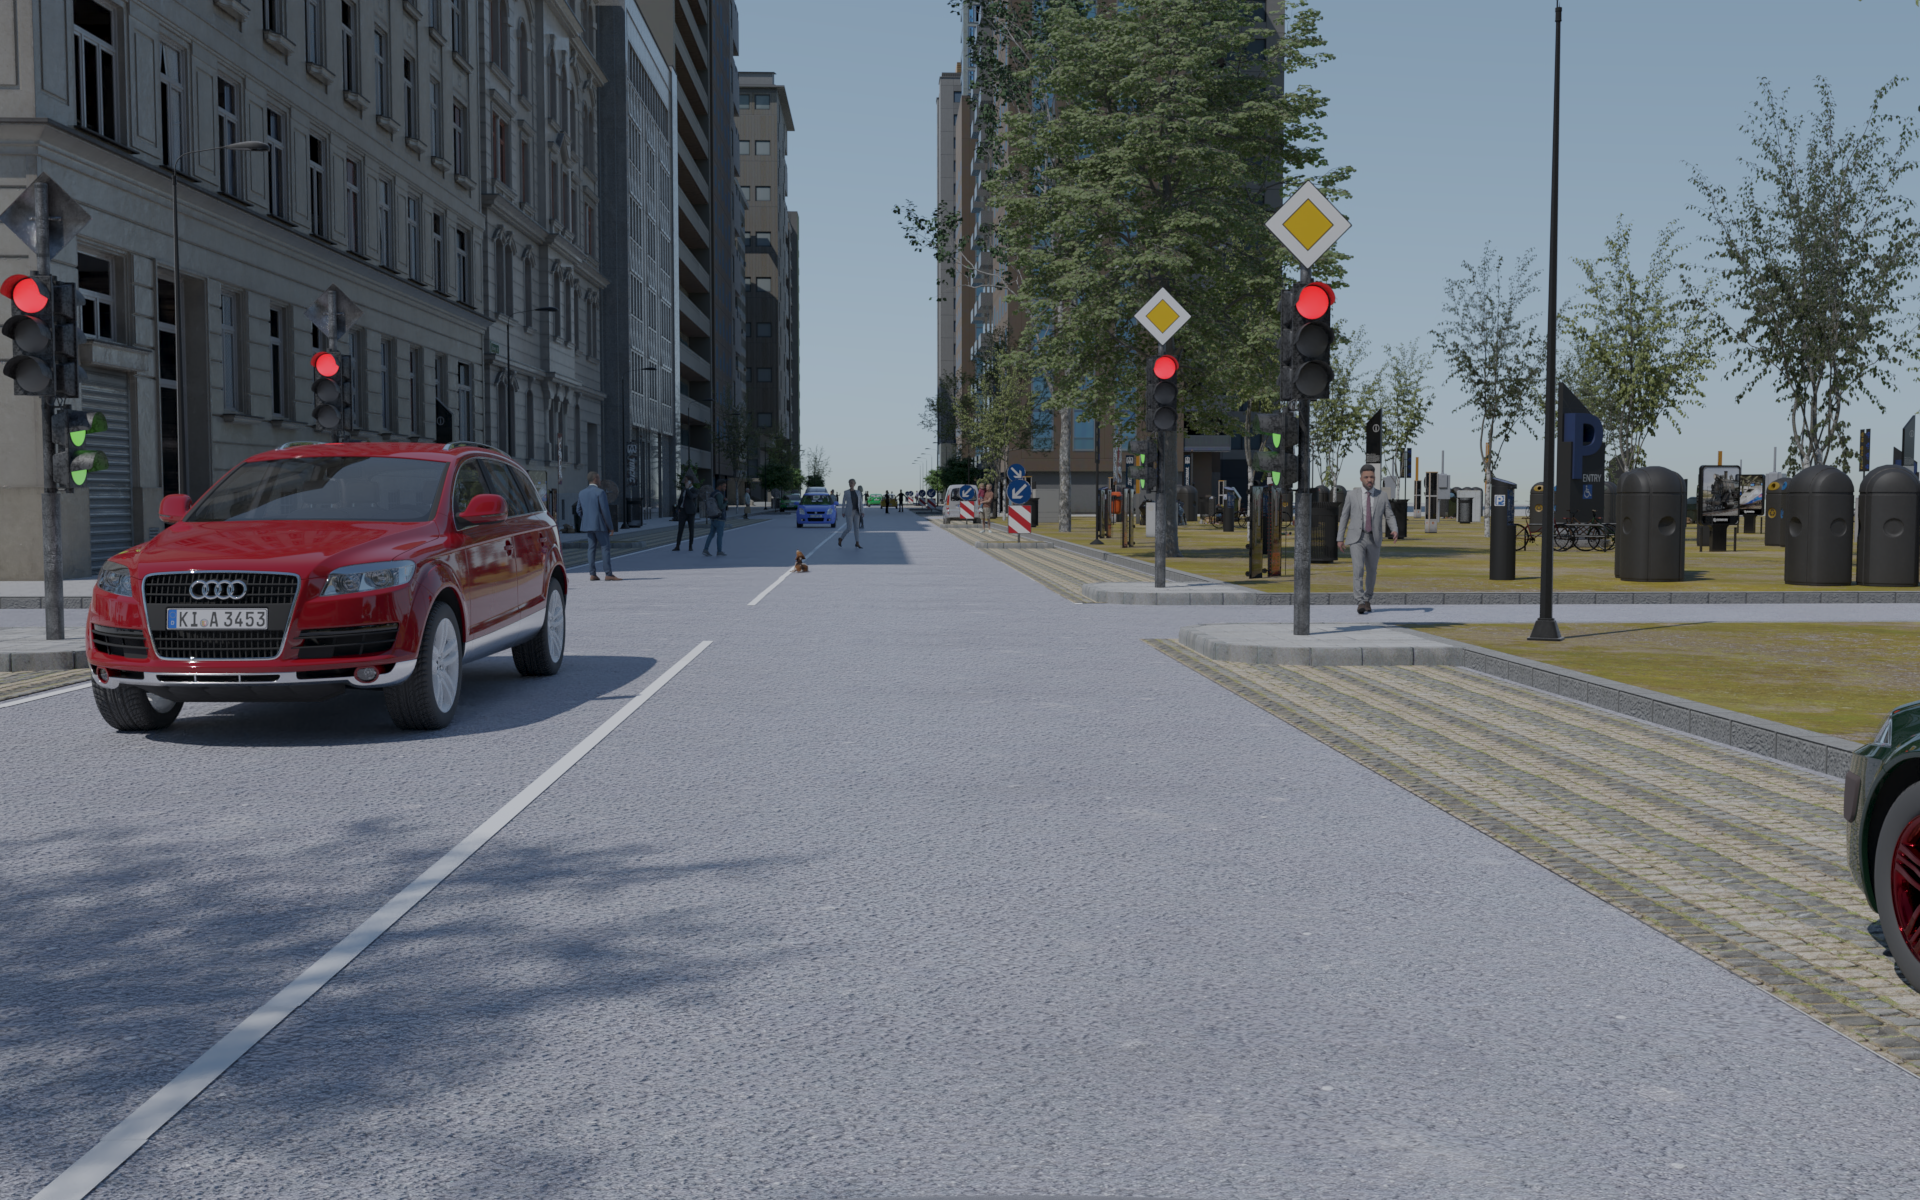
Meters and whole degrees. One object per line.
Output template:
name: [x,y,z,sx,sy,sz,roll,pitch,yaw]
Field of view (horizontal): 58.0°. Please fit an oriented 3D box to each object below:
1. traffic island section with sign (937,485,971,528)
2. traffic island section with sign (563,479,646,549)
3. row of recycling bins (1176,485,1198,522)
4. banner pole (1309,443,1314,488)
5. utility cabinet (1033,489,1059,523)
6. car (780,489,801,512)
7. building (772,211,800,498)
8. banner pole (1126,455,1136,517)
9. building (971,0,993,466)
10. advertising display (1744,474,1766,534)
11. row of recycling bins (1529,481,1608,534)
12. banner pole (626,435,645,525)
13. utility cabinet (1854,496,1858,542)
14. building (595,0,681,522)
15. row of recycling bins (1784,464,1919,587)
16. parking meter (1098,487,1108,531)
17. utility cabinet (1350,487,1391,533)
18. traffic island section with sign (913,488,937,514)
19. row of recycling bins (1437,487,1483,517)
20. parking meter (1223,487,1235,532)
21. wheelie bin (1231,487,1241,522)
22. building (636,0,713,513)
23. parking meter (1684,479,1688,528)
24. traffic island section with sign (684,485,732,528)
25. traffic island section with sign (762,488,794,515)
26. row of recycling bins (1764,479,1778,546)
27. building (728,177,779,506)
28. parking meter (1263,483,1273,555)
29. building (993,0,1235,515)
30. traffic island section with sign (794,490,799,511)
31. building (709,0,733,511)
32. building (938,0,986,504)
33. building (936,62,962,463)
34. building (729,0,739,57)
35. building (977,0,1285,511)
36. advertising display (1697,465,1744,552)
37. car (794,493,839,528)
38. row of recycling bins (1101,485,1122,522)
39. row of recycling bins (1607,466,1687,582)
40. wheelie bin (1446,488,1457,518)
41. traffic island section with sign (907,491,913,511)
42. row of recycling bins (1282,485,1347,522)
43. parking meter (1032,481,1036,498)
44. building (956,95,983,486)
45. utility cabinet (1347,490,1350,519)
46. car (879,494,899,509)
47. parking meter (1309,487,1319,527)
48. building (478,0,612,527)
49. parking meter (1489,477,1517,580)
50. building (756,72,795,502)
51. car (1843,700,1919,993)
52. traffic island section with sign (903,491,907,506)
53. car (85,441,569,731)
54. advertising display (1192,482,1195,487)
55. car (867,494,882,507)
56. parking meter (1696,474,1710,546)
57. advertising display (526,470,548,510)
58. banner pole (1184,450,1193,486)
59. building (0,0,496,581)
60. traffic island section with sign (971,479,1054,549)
traffic island section with sign: [0.149,-3.959,73.361,1.989,1.847,2.006,0,4,-3]
traffic island section with sign: [-9.427,-2.294,46.134,1.989,1.847,2.006,0,4,-3]
row of recycling bins: [10.376,-4.605,82.399,1.069,1.692,3.534,-1,4,-11]
banner pole: [16.992,-5.768,84.321,0.401,3.779,0.863,-3,4,-37]
utility cabinet: [3.786,-4.153,76.574,1.173,1.500,0.318,-2,4,-26]
car: [-13.371,-7.876,137.569,1.959,1.807,4.718,0,4,-2]
building: [-29.826,-34.219,243.082,14.154,41.232,14.086,0,4,-3]
banner pole: [9.732,-6.586,97.697,0.863,3.779,0.401,0,4,-5]
building: [12.497,-32.883,157.249,23.786,49.044,30.456,0,4,-3]
advertising display: [25.604,-3.113,56.109,0.123,1.923,0.974,-2,4,-30]
row of recycling bins: [20.135,-3.040,56.817,1.069,1.692,3.534,-2,4,-27]
banner pole: [-13.641,-5.072,72.944,0.863,3.779,0.401,-1,4,-20]
utility cabinet: [24.299,-2.124,45.895,1.020,1.237,0.306,2,4,35]
building: [-21.444,-16.499,87.774,12.078,24.808,19.932,0,4,-3]
row of recycling bins: [13.451,-1.041,24.128,3.534,1.692,1.069,1,4,11]
parking meter: [4.915,-3.135,59.663,0.372,1.533,0.369,0,3,0]
utility cabinet: [13.473,-2.937,56.694,1.173,1.500,0.318,0,4,4]
traffic island section with sign: [-2.164,-7.032,123.596,1.989,1.847,2.006,0,4,-3]
row of recycling bins: [28.370,-5.558,97.985,3.534,1.692,1.069,-3,4,-36]
parking meter: [9.128,-3.083,58.811,0.372,1.533,0.369,0,3,0]
wheelie bin: [12.590,-4.407,79.967,0.693,1.594,0.980,1,4,18]
building: [-27.262,-29.598,107.631,21.300,48.544,21.600,0,4,-3]
parking meter: [27.603,-3.706,66.297,0.255,1.863,0.399,-3,5,-43]
traffic island section with sign: [-10.654,-3.941,73.062,1.989,1.847,2.006,0,4,-3]
traffic island section with sign: [-12.900,-6.912,121.639,1.989,1.847,2.006,0,4,-3]
row of recycling bins: [20.098,-2.095,41.366,1.069,1.692,3.534,1,4,12]
building: [-36.924,-30.761,194.821,32.217,40.220,23.993,0,4,-3]
parking meter: [6.596,-1.739,36.848,0.372,1.533,0.369,0,3,0]
building: [9.527,-28.366,113.893,14.600,45.320,14.200,0,4,-3]
traffic island section with sign: [-14.165,-8.595,149.161,1.989,1.847,2.006,0,4,-3]
building: [-24.236,-29.120,126.224,14.600,45.320,14.200,0,4,-3]
building: [8.967,-55.060,212.902,22.319,86.520,31.000,0,4,-3]
building: [7.247,-42.929,243.891,21.231,58.520,28.212,0,4,-3]
building: [-32.902,-34.079,146.430,28.713,52.752,27.495,0,4,-3]
building: [12.030,-42.346,130.609,20.563,71.187,20.611,0,4,-3]
advertising display: [16.846,-2.033,38.446,0.974,1.923,0.123,-1,4,-12]
car: [-6.196,-3.990,74.833,1.945,1.707,3.694,0,4,-4]
row of recycling bins: [6.985,-4.462,80.068,1.069,1.692,3.534,1,4,9]
row of recycling bins: [10.657,-1.200,26.740,1.069,1.692,3.534,1,4,22]
wheelie bin: [26.683,-5.265,93.994,0.693,1.594,0.980,0,4,4]
traffic island section with sign: [-3.406,-8.685,150.621,1.989,1.847,2.006,0,4,-3]
row of recycling bins: [16.119,-4.424,79.449,3.534,1.692,1.069,3,4,39]
parking meter: [3.205,-4.394,77.556,0.399,1.863,0.255,0,4,-2]
building: [6.739,-33.107,191.412,14.600,45.320,14.200,0,4,-3]
utility cabinet: [19.481,-4.878,88.426,1.173,1.500,0.318,-2,4,-35]
car: [-6.901,-9.676,168.418,2.015,1.641,3.980,0,4,-3]
parking meter: [13.602,-3.558,66.580,0.372,1.533,0.369,0,3,0]
building: [-21.700,-17.025,65.752,14.401,28.519,23.554,0,4,-3]
parking meter: [8.106,-1.066,25.843,0.372,1.533,0.369,0,3,0]
building: [-35.856,-38.614,220.578,28.713,52.752,27.495,0,4,-3]
car: [3.602,0.377,3.618,2.009,1.686,4.222,0,4,-2]
traffic island section with sign: [-5.954,-12.081,206.154,1.989,1.847,2.006,0,4,-3]
car: [-4.169,-0.215,12.194,2.281,1.827,5.304,0,4,-1]
advertising display: [12.692,-5.452,94.349,0.123,1.923,0.974,0,4,5]
car: [-9.249,-11.121,190.625,1.959,1.807,4.718,0,4,-4]
parking meter: [18.293,-2.249,42.475,0.399,1.863,0.255,0,4,0]
advertising display: [-11.375,-2.526,46.513,0.123,1.923,0.974,1,4,18]
banner pole: [12.925,-6.585,97.685,0.401,3.779,0.863,-2,4,-34]
building: [-21.287,-12.562,38.670,16.112,22.955,30.059,0,4,-3]
traffic island section with sign: [1.410,-2.290,46.076,1.989,1.847,2.006,0,4,-3]
